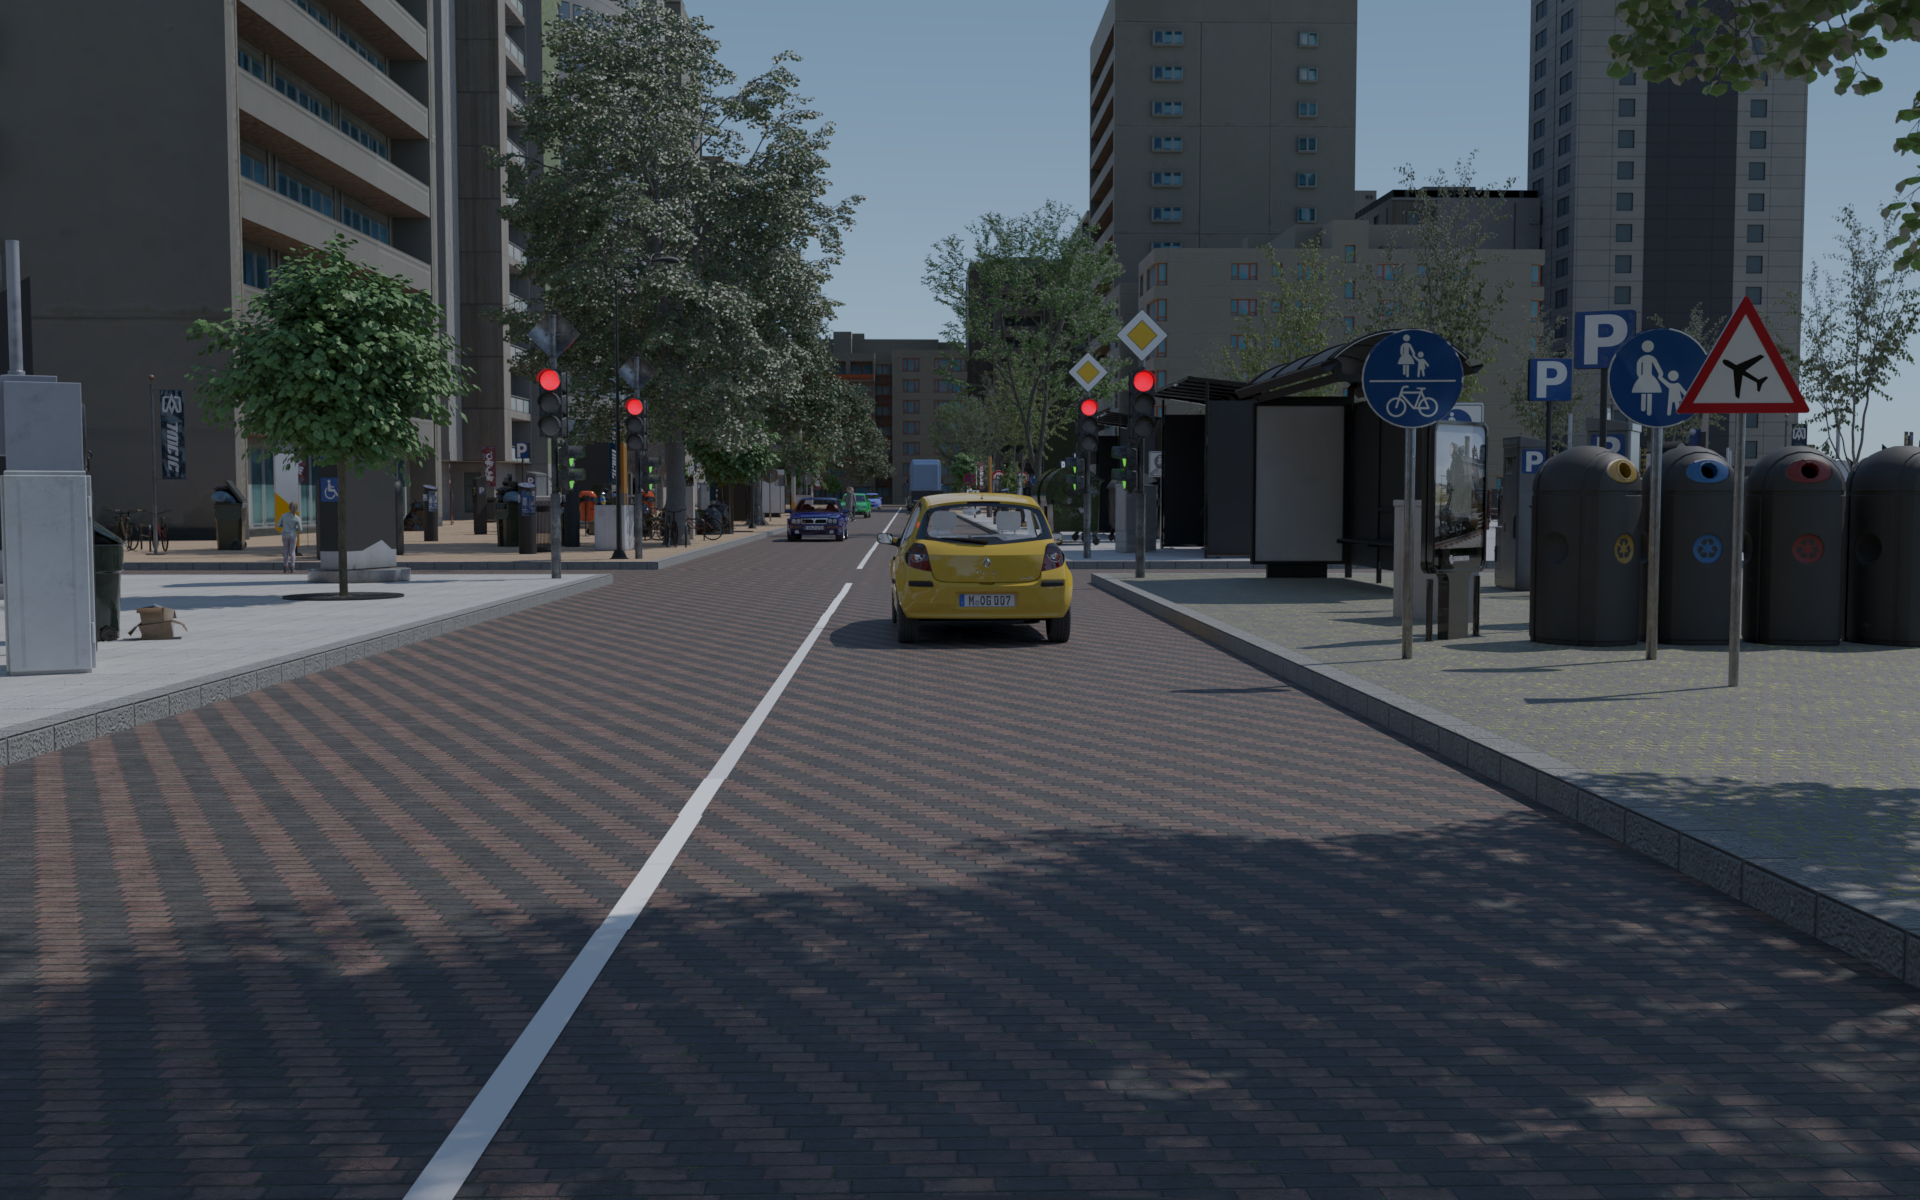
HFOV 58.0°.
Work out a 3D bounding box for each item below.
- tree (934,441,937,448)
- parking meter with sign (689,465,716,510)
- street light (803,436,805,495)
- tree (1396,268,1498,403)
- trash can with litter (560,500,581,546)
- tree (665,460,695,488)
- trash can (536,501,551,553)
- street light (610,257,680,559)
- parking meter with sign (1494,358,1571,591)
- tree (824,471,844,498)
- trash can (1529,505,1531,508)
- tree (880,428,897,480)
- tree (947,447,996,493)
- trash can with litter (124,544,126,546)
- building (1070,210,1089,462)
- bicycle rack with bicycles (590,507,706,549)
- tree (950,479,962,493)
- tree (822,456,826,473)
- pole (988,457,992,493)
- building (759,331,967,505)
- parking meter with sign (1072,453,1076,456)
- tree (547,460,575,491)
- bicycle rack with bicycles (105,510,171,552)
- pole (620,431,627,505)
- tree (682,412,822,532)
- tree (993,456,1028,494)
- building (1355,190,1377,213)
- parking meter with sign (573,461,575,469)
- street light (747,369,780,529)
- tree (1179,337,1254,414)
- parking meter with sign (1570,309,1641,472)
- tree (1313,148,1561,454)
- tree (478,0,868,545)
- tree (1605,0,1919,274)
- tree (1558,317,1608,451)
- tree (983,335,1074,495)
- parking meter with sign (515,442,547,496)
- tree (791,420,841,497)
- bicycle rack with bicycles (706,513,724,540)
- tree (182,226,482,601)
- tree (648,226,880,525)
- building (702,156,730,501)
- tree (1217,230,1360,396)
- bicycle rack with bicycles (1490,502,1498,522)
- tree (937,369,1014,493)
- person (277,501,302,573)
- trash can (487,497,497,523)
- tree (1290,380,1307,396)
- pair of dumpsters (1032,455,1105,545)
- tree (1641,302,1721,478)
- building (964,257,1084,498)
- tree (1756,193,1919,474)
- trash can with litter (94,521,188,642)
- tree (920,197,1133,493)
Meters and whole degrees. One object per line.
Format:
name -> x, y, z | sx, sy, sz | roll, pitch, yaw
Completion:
tree -> 0.023, -12.689, 157.830 | 4.360, 8.622, 3.978 | 0, 3, 0
parking meter with sign -> -15.724, -6.727, 106.253 | 1.738, 3.016, 0.543 | -3, 5, -45
street light -> -7.913, -7.407, 93.647 | 1.470, 5.913, 1.316 | 0, 4, -2
tree -> 15.171, -6.444, 55.715 | 4.737, 8.622, 4.395 | 0, 3, 0
trash can with litter -> -9.789, -1.934, 43.000 | 0.624, 1.170, 1.055 | -2, 4, -27
tree -> -13.860, -5.554, 85.412 | 1.663, 3.219, 1.824 | 0, 3, 0
trash can -> -9.250, -1.621, 38.162 | 0.748, 1.137, 0.748 | 0, 3, 0
street light -> -6.192, -3.763, 34.061 | 1.470, 5.913, 1.316 | 0, 4, -2
parking meter with sign -> 7.580, -1.645, 23.150 | 0.543, 3.016, 1.738 | 0, 3, 0
tree -> -11.406, -9.735, 153.774 | 1.663, 3.219, 1.824 | 0, 3, 0
trash can -> 31.018, -5.037, 94.000 | 0.748, 1.137, 0.748 | 0, 3, 0
tree -> -11.080, -15.587, 171.848 | 9.611, 12.733, 9.660 | 0, 3, 0
tree -> 0.829, -8.136, 116.737 | 4.285, 4.588, 4.351 | 0, 3, 0
trash can with litter -> -21.646, -1.942, 42.806 | 2.233, 1.210, 1.678 | 2, 4, 23
building -> 26.593, -32.518, 223.552 | 23.993, 40.220, 32.217 | 0, 4, -2
bicycle rack with bicycles -> -7.659, -1.743, 41.886 | 2.852, 0.926, 2.925 | 0, 4, -8
tree -> -0.221, -11.749, 186.691 | 1.663, 3.219, 1.824 | 0, 3, 0
tree -> -9.525, -7.249, 102.229 | 4.285, 4.588, 4.351 | 0, 3, 0
pole -> 1.633, -6.153, 94.443 | 0.158, 3.312, 0.155 | 0, 3, 0
building -> -13.947, -22.991, 220.937 | 28.899, 21.520, 27.650 | 0, 4, -2
parking meter with sign -> 5.656, -4.725, 73.520 | 1.738, 3.016, 0.543 | 1, 4, 10
tree -> -18.369, -5.203, 79.669 | 1.663, 3.219, 1.824 | 0, 3, 0
bicycle rack with bicycles -> -19.197, -1.568, 39.025 | 2.852, 0.926, 2.925 | -2, 4, -30
pole -> -10.810, -3.782, 55.675 | 0.158, 3.312, 0.155 | 0, 3, 0
tree -> -7.773, -4.579, 58.583 | 4.285, 4.588, 4.351 | 0, 3, 0
tree -> 2.738, -5.778, 89.068 | 1.663, 3.219, 1.824 | 0, 3, 0
building -> 50.750, -32.562, 224.269 | 23.993, 40.220, 32.217 | 0, 4, -2
parking meter with sign -> -20.372, -5.715, 89.696 | 0.543, 3.016, 1.738 | 0, 4, 4
street light -> -7.164, -5.600, 64.097 | 1.470, 5.913, 1.316 | 0, 4, -2
tree -> 12.311, -7.960, 80.502 | 4.360, 8.622, 3.978 | 0, 3, 0
parking meter with sign -> 6.534, -1.285, 17.268 | 0.543, 3.016, 1.738 | 2, 4, 29
tree -> 10.184, -5.337, 37.622 | 4.360, 8.622, 3.978 | 0, 3, 0
tree -> -7.165, -8.352, 43.210 | 9.857, 13.997, 8.962 | 0, 3, 0
tree -> 4.497, -5.338, 5.407 | 7.486, 12.596, 7.792 | 0, 3, 0
tree -> 22.601, -7.131, 66.952 | 4.360, 8.622, 3.978 | 0, 3, 0
tree -> 2.881, -7.870, 79.035 | 4.737, 8.622, 4.395 | 0, 3, 0
parking meter with sign -> -14.462, -3.851, 59.224 | 0.543, 3.016, 1.738 | 1, 4, 20
tree -> -10.304, -10.563, 123.072 | 4.737, 8.622, 4.395 | 0, 3, 0
bicycle rack with bicycles -> -8.227, -2.067, 47.172 | 2.925, 0.926, 2.852 | 1, 4, 15
tree -> -7.556, -2.300, 21.320 | 4.285, 4.588, 4.351 | 0, 3, 0
tree -> -8.612, -9.475, 71.924 | 9.611, 12.733, 9.660 | 0, 3, 0
building -> -43.232, -34.388, 216.863 | 28.867, 44.769, 22.147 | 0, 4, -2
tree -> 9.360, -6.036, 49.051 | 4.737, 8.622, 4.395 | 0, 3, 0
bicycle rack with bicycles -> 25.225, -4.091, 80.274 | 2.925, 0.926, 2.852 | 0, 4, 4
tree -> 1.625, -9.268, 101.900 | 4.360, 8.622, 3.978 | 0, 3, 0
person -> -12.169, -1.141, 31.441 | 0.425, 1.301, 0.394 | -1, 4, -23
trash can -> -20.994, -4.026, 77.474 | 0.748, 1.137, 0.748 | 0, 3, 0
tree -> 19.342, -9.195, 100.705 | 4.360, 8.622, 3.978 | 0, 3, 0
pair of dumpsters -> 2.821, -2.616, 45.263 | 1.574, 2.255, 4.437 | 0, 4, -2
tree -> 28.105, -7.166, 67.534 | 4.360, 8.622, 3.978 | 0, 3, 0
building -> 7.757, -27.049, 213.953 | 14.107, 30.474, 14.160 | 0, 4, -2
tree -> 22.007, -5.658, 42.868 | 4.360, 8.622, 3.978 | 0, 3, 0
trash can with litter -> -7.407, -0.238, 15.283 | 1.055, 1.170, 0.624 | -1, 4, -23
tree -> 2.679, -8.351, 62.294 | 9.928, 11.665, 9.643 | 0, 3, 0
